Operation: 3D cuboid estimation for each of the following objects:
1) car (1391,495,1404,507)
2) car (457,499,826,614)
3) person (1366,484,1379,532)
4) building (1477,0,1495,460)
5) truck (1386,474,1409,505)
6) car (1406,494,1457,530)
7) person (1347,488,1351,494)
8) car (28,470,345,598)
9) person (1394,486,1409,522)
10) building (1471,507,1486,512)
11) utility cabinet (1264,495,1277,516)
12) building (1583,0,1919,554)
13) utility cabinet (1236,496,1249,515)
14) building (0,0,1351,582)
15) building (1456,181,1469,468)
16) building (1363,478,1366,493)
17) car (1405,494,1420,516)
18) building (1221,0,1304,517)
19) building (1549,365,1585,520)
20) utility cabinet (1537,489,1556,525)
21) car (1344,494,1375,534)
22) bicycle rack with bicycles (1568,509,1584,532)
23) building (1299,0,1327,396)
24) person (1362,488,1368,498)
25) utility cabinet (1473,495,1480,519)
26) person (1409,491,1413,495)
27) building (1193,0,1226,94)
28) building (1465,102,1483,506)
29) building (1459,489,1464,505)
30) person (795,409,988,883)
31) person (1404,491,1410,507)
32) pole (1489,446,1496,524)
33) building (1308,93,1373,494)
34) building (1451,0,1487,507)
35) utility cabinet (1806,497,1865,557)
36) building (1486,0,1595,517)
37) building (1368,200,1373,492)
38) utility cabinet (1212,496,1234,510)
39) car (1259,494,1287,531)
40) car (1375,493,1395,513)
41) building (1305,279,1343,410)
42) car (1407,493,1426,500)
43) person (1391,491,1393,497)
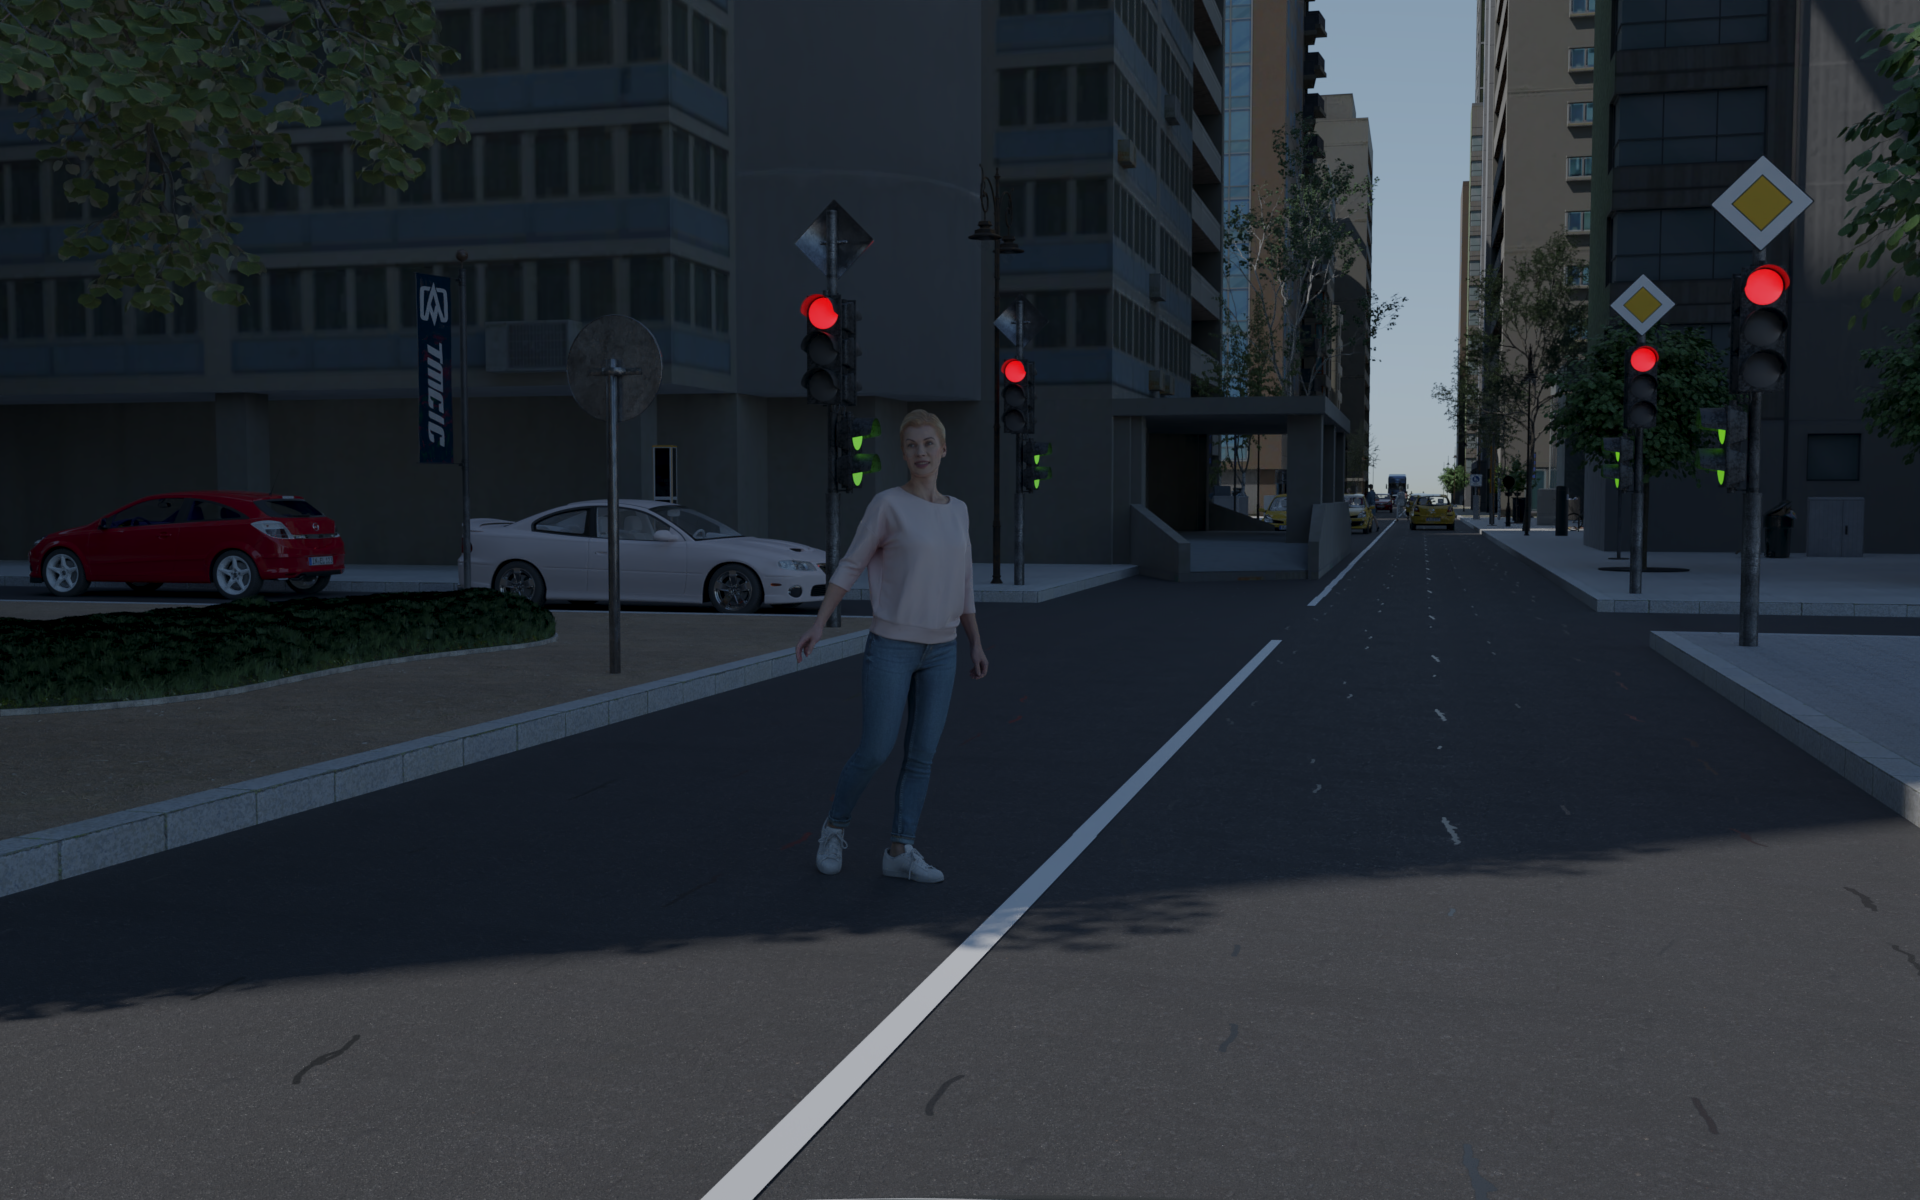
[{"bbox_3d":[49.978,-11.336,197.921,1.945,1.354,3.894,1,4,15],"label":"car"},{"bbox_3d":[-3.814,-0.551,21.378,4.827,1.381,2.083,1,4,15],"label":"car"},{"bbox_3d":[15.670,-3.509,65.901,0.581,1.822,0.654,-2,4,-27],"label":"person"},{"bbox_3d":[55.964,-37.145,149.324,21.231,58.520,28.212,1,4,15],"label":"building"},{"bbox_3d":[60.305,-15.227,238.725,2.967,4.110,18.799,1,4,14],"label":"truck"},{"bbox_3d":[19.060,-3.654,69.971,2.015,1.641,3.980,1,4,13],"label":"car"},{"bbox_3d":[19.736,-4.814,87.886,0.598,1.740,0.731,-3,5,-41],"label":"person"},{"bbox_3d":[-11.012,-0.950,24.575,4.494,1.783,2.155,1,4,14],"label":"car"},{"bbox_3d":[22.659,-4.922,88.855,0.818,1.842,0.514,3,4,36],"label":"person"},{"bbox_3d":[48.496,-42.022,125.319,20.563,71.187,20.611,1,4,15],"label":"building"},{"bbox_3d":[16.063,-4.784,89.377,0.306,1.237,1.020,-2,4,-24],"label":"utility cabinet"},{"bbox_3d":[22.919,-21.934,42.215,14.154,41.232,14.086,1,4,15],"label":"building"},{"bbox_3d":[8.955,-2.677,54.936,0.306,1.237,1.020,0,4,5],"label":"utility cabinet"},{"bbox_3d":[-7.758,-21.212,38.704,32.217,40.220,23.993,1,4,15],"label":"building"},{"bbox_3d":[76.109,-36.031,239.217,14.600,45.320,14.200,1,4,15],"label":"building"},{"bbox_3d":[29.155,-30.756,194.735,32.217,40.220,23.993,1,4,15],"label":"building"},{"bbox_3d":[30.288,-6.355,114.130,2.015,1.641,3.980,1,4,16],"label":"car"},{"bbox_3d":[13.365,-27.857,105.574,14.600,45.320,14.200,1,4,15],"label":"building"},{"bbox_3d":[38.938,-46.574,74.164,22.319,86.520,31.000,1,4,15],"label":"building"},{"bbox_3d":[23.942,-3.748,69.957,1.173,1.500,0.318,2,4,34],"label":"utility cabinet"},{"bbox_3d":[14.209,-3.260,63.530,2.015,1.641,3.980,1,4,16],"label":"car"},{"bbox_3d":[22.199,-2.813,59.370,2.925,0.926,2.852,2,4,34],"label":"bicycle rack with bicycles"},{"bbox_3d":[15.173,-28.919,127.452,22.147,44.769,28.867,1,4,15],"label":"building"},{"bbox_3d":[28.977,-7.037,123.521,1.348,1.831,0.705,-1,4,-17],"label":"person"},{"bbox_3d":[26.377,-4.724,88.404,0.306,1.237,1.020,1,4,20],"label":"utility cabinet"},{"bbox_3d":[58.312,-13.165,223.765,1.348,1.821,0.705,2,4,27],"label":"person"},{"bbox_3d":[-1.203,-27.258,69.366,21.300,48.544,21.600,1,4,15],"label":"building"},{"bbox_3d":[60.686,-30.512,182.466,14.154,41.232,14.086,1,4,15],"label":"building"},{"bbox_3d":[74.501,-30.986,198.496,32.217,40.220,23.993,1,4,15],"label":"building"},{"bbox_3d":[-0.322,0.167,6.447,0.598,1.740,0.731,3,5,44],"label":"person"},{"bbox_3d":[48.219,-10.902,187.454,1.217,1.736,0.721,-1,4,-9],"label":"person"},{"bbox_3d":[22.562,-4.865,73.382,0.158,3.312,0.155,0,3,0],"label":"pole"},{"bbox_3d":[39.859,-36.189,215.389,21.300,48.544,21.600,1,4,15],"label":"building"},{"bbox_3d":[74.023,-47.875,221.005,20.563,71.187,20.611,1,4,15],"label":"building"},{"bbox_3d":[17.847,-1.478,35.319,1.020,1.237,0.306,1,4,20],"label":"utility cabinet"},{"bbox_3d":[43.875,-29.445,105.131,21.300,48.544,21.600,1,4,15],"label":"building"},{"bbox_3d":[47.614,-33.541,231.983,14.154,41.232,14.086,1,4,15],"label":"building"},{"bbox_3d":[8.995,-2.873,58.135,1.020,1.237,0.306,0,4,1],"label":"utility cabinet"},{"bbox_3d":[10.102,-2.574,52.305,2.015,1.641,3.980,1,4,16],"label":"car"},{"bbox_3d":[32.578,-7.645,134.029,2.155,1.783,4.494,1,4,14],"label":"car"},{"bbox_3d":[19.788,-19.066,156.767,27.650,21.520,28.899,1,4,15],"label":"building"},{"bbox_3d":[36.314,-7.779,136.776,1.945,1.707,3.694,1,4,13],"label":"car"},{"bbox_3d":[50.335,-11.796,202.072,0.721,1.735,1.217,0,4,-3],"label":"person"}]
